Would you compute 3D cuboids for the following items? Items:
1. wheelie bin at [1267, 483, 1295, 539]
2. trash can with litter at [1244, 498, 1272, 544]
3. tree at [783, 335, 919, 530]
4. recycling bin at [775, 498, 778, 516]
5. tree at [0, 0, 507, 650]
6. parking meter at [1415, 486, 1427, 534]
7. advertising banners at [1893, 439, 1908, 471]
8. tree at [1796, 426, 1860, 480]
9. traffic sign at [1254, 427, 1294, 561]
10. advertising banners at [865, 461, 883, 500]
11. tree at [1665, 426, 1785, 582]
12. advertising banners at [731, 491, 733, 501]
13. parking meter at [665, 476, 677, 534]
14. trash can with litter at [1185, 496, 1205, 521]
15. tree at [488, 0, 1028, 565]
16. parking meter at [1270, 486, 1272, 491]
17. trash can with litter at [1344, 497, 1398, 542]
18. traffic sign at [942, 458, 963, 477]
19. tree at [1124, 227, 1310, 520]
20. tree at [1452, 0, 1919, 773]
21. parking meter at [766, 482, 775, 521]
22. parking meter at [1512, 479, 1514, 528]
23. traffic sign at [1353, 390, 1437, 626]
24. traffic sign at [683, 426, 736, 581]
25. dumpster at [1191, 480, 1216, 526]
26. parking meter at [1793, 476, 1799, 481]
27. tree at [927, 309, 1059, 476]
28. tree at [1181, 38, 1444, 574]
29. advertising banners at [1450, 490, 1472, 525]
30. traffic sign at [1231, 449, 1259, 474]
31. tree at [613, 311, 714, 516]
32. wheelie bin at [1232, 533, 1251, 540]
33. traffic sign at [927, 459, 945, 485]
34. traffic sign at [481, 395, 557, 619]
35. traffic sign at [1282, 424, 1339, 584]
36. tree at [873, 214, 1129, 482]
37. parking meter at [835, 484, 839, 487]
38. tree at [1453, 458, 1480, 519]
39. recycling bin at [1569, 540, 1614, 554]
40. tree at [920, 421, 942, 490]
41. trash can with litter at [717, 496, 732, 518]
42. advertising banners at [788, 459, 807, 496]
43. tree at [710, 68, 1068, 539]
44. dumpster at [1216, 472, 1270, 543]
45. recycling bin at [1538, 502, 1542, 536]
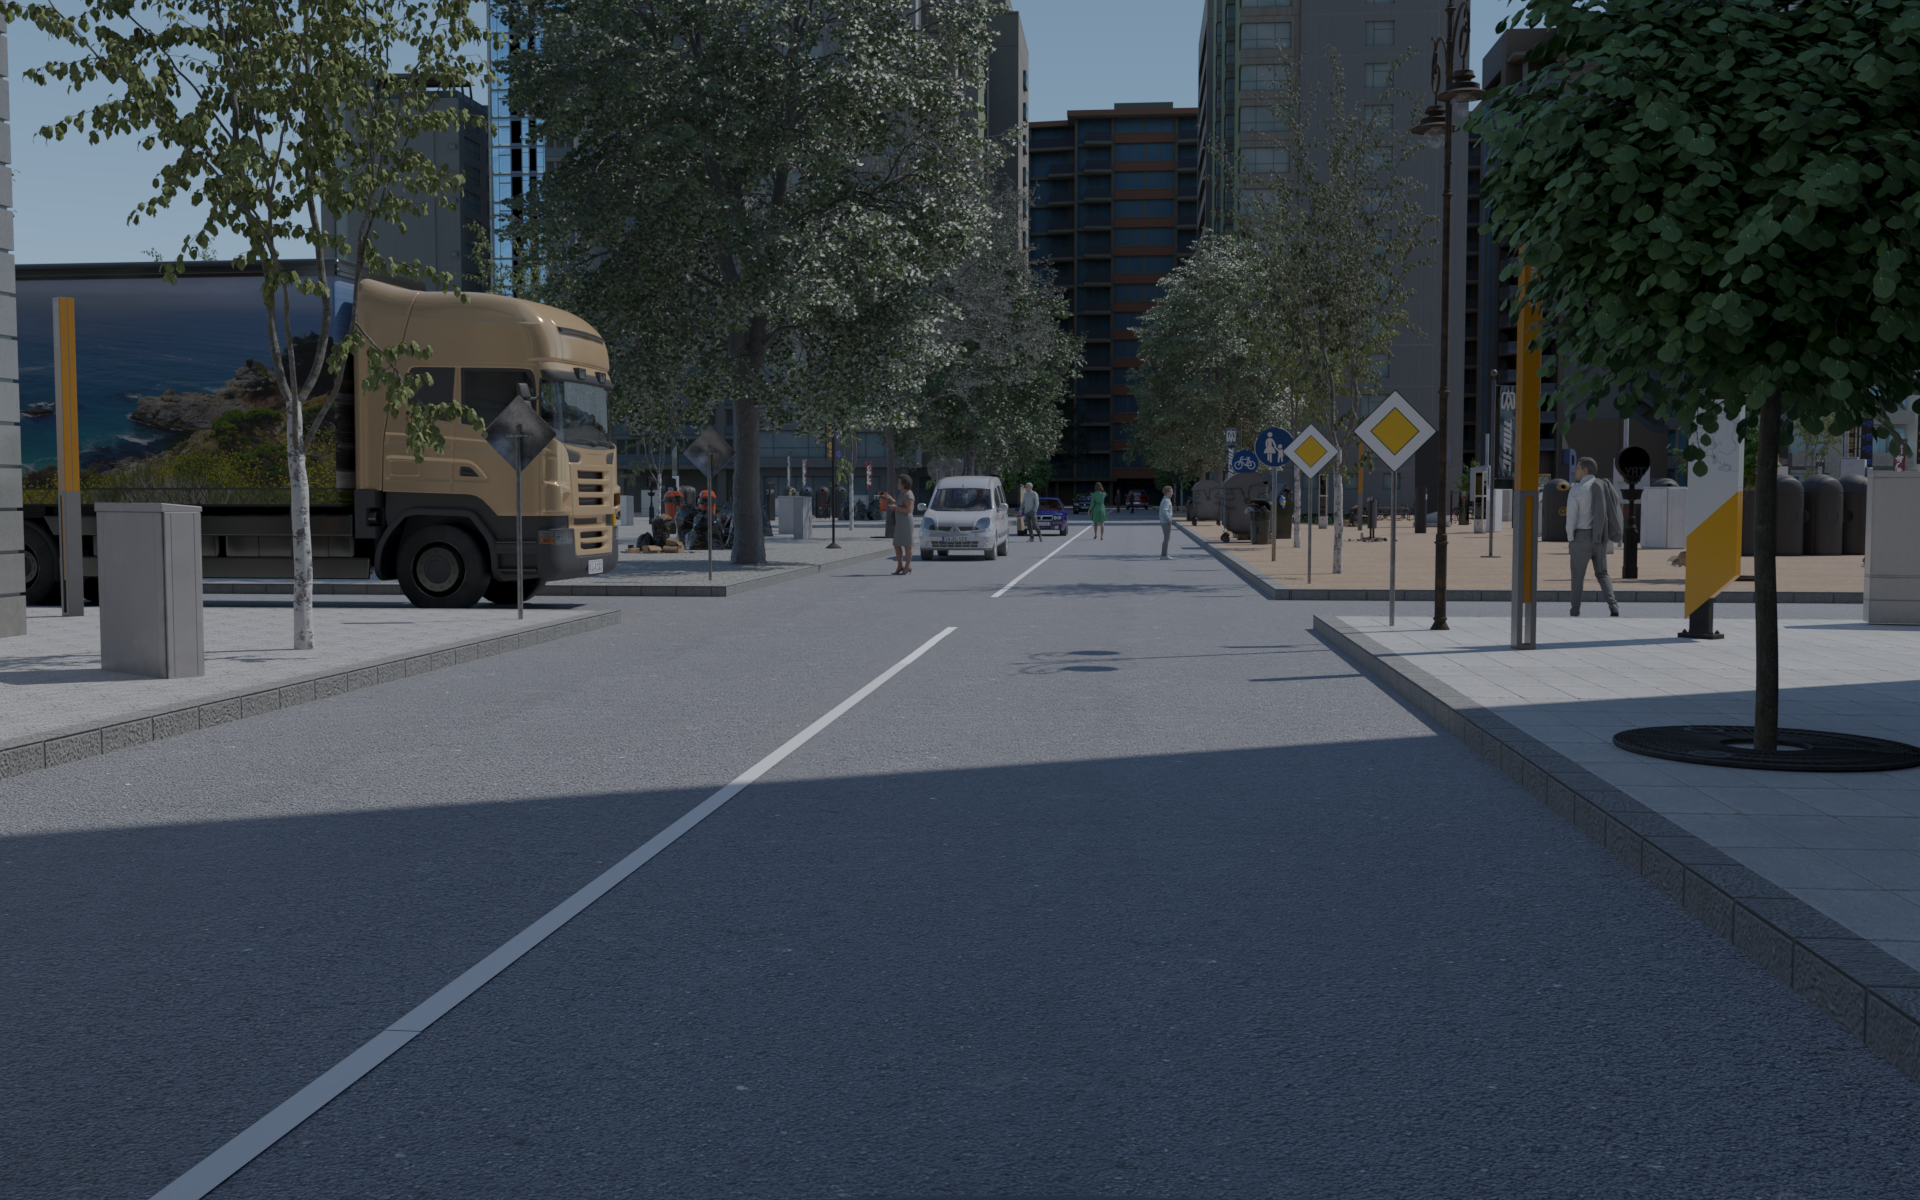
[{"bbox_3d":[9.187,-2.556,49.698,0.693,1.594,0.980,-1,4,-18],"label":"wheelie bin"},{"bbox_3d":[7.670,-2.005,44.171,0.624,1.170,1.055,2,4,25],"label":"trash can with litter"},{"bbox_3d":[-4.077,-6.766,60.986,4.737,8.622,4.395,0,3,0],"label":"tree"},{"bbox_3d":[-10.146,-5.328,99.672,0.722,1.027,0.722,-3,5,-40],"label":"recycling bin"},{"bbox_3d":[-5.404,-3.882,13.837,4.737,8.622,4.395,0,3,0],"label":"tree"},{"bbox_3d":[15.003,-2.934,56.380,0.372,1.533,0.369,0,3,0],"label":"parking meter"},{"bbox_3d":[29.548,-3.638,55.663,0.090,3.025,2.074,-1,4,-18],"label":"advertising banners"},{"bbox_3d":[39.205,-7.878,79.173,4.737,8.622,4.395,0,3,0],"label":"tree"},{"bbox_3d":[5.998,-2.015,33.044,0.768,2.556,0.104,1,4,13],"label":"traffic sign"},{"bbox_3d":[-4.303,-5.896,92.580,2.074,3.025,0.090,-3,5,-44],"label":"advertising banners"},{"bbox_3d":[11.641,-1.915,25.918,1.663,3.219,1.824,0,3,0],"label":"tree"},{"bbox_3d":[-9.470,-4.725,73.443,0.090,3.025,2.074,0,4,4],"label":"advertising banners"},{"bbox_3d":[-9.235,-3.040,55.422,0.399,1.863,0.255,-1,4,-8],"label":"parking meter"},{"bbox_3d":[11.149,-4.298,81.658,1.055,1.170,0.624,2,4,27],"label":"trash can with litter"},{"bbox_3d":[-3.782,-7.631,31.427,9.857,13.997,8.962,0,3,0],"label":"tree"},{"bbox_3d":[9.244,-2.584,50.651,0.372,1.533,0.369,0,3,0],"label":"parking meter"},{"bbox_3d":[10.998,-2.193,46.906,1.678,1.210,2.233,1,4,22],"label":"trash can with litter"},{"bbox_3d":[-0.268,-3.729,61.069,0.768,2.556,0.104,1,4,12],"label":"traffic sign"},{"bbox_3d":[12.646,-10.865,84.294,9.857,13.997,8.962,0,3,0],"label":"tree"},{"bbox_3d":[4.094,-1.522,8.602,4.285,4.588,4.351,0,3,0],"label":"tree"},{"bbox_3d":[-9.097,-4.740,83.212,0.399,1.863,0.255,-3,5,-40],"label":"parking meter"},{"bbox_3d":[20.923,-3.631,65.076,0.255,1.863,0.399,3,4,36],"label":"parking meter"},{"bbox_3d":[4.199,-0.804,16.792,0.795,2.450,0.064,0,4,6],"label":"traffic sign"},{"bbox_3d":[-3.701,-1.345,25.628,0.795,2.450,0.064,0,4,6],"label":"traffic sign"},{"bbox_3d":[10.008,-3.936,70.105,1.264,1.857,1.865,0,4,6],"label":"dumpster"},{"bbox_3d":[27.673,-3.176,57.637,0.255,1.863,0.399,-1,4,-9],"label":"parking meter"},{"bbox_3d":[1.184,-9.701,84.363,9.928,11.665,9.643,0,3,0],"label":"tree"},{"bbox_3d":[5.891,-4.722,27.573,4.360,8.622,3.978,0,3,0],"label":"tree"},{"bbox_3d":[20.027,-4.583,71.113,2.074,3.025,0.090,-1,4,-9],"label":"advertising banners"},{"bbox_3d":[8.109,-3.012,49.357,0.768,2.556,0.104,0,4,8],"label":"traffic sign"},{"bbox_3d":[-11.035,-6.923,63.558,4.360,8.622,3.978,0,3,0],"label":"tree"},{"bbox_3d":[8.317,-2.630,50.912,0.980,1.594,0.693,-1,4,-11],"label":"wheelie bin"},{"bbox_3d":[-0.817,-3.853,63.099,0.768,2.556,0.104,1,4,11],"label":"traffic sign"},{"bbox_3d":[-4.499,-0.859,17.683,0.795,2.450,0.064,0,4,6],"label":"traffic sign"},{"bbox_3d":[4.997,-1.290,24.737,0.795,2.450,0.064,0,4,6],"label":"traffic sign"},{"bbox_3d":[0.444,-9.402,70.723,9.611,12.733,9.660,0,3,0],"label":"tree"},{"bbox_3d":[-7.143,-5.728,99.368,0.399,1.863,0.255,-1,4,-11],"label":"parking meter"},{"bbox_3d":[26.909,-5.880,90.744,1.663,3.219,1.824,0,3,0],"label":"tree"},{"bbox_3d":[13.576,-1.509,37.227,0.722,1.027,0.722,0,4,-5],"label":"recycling bin"},{"bbox_3d":[-0.886,-8.916,96.138,4.737,8.622,4.395,0,3,0],"label":"tree"},{"bbox_3d":[-12.458,-5.043,93.505,2.233,1.210,1.678,2,4,25],"label":"trash can with litter"},{"bbox_3d":[-8.178,-5.571,87.273,0.090,3.025,2.074,-2,4,-32],"label":"advertising banners"},{"bbox_3d":[-1.991,-8.533,49.877,12.009,13.543,11.850,0,3,0],"label":"tree"},{"bbox_3d":[7.574,-2.466,46.082,1.264,1.857,1.865,0,4,6],"label":"dumpster"},{"bbox_3d":[17.930,-2.525,53.830,0.722,1.027,0.722,3,5,43],"label":"recycling bin"}]
